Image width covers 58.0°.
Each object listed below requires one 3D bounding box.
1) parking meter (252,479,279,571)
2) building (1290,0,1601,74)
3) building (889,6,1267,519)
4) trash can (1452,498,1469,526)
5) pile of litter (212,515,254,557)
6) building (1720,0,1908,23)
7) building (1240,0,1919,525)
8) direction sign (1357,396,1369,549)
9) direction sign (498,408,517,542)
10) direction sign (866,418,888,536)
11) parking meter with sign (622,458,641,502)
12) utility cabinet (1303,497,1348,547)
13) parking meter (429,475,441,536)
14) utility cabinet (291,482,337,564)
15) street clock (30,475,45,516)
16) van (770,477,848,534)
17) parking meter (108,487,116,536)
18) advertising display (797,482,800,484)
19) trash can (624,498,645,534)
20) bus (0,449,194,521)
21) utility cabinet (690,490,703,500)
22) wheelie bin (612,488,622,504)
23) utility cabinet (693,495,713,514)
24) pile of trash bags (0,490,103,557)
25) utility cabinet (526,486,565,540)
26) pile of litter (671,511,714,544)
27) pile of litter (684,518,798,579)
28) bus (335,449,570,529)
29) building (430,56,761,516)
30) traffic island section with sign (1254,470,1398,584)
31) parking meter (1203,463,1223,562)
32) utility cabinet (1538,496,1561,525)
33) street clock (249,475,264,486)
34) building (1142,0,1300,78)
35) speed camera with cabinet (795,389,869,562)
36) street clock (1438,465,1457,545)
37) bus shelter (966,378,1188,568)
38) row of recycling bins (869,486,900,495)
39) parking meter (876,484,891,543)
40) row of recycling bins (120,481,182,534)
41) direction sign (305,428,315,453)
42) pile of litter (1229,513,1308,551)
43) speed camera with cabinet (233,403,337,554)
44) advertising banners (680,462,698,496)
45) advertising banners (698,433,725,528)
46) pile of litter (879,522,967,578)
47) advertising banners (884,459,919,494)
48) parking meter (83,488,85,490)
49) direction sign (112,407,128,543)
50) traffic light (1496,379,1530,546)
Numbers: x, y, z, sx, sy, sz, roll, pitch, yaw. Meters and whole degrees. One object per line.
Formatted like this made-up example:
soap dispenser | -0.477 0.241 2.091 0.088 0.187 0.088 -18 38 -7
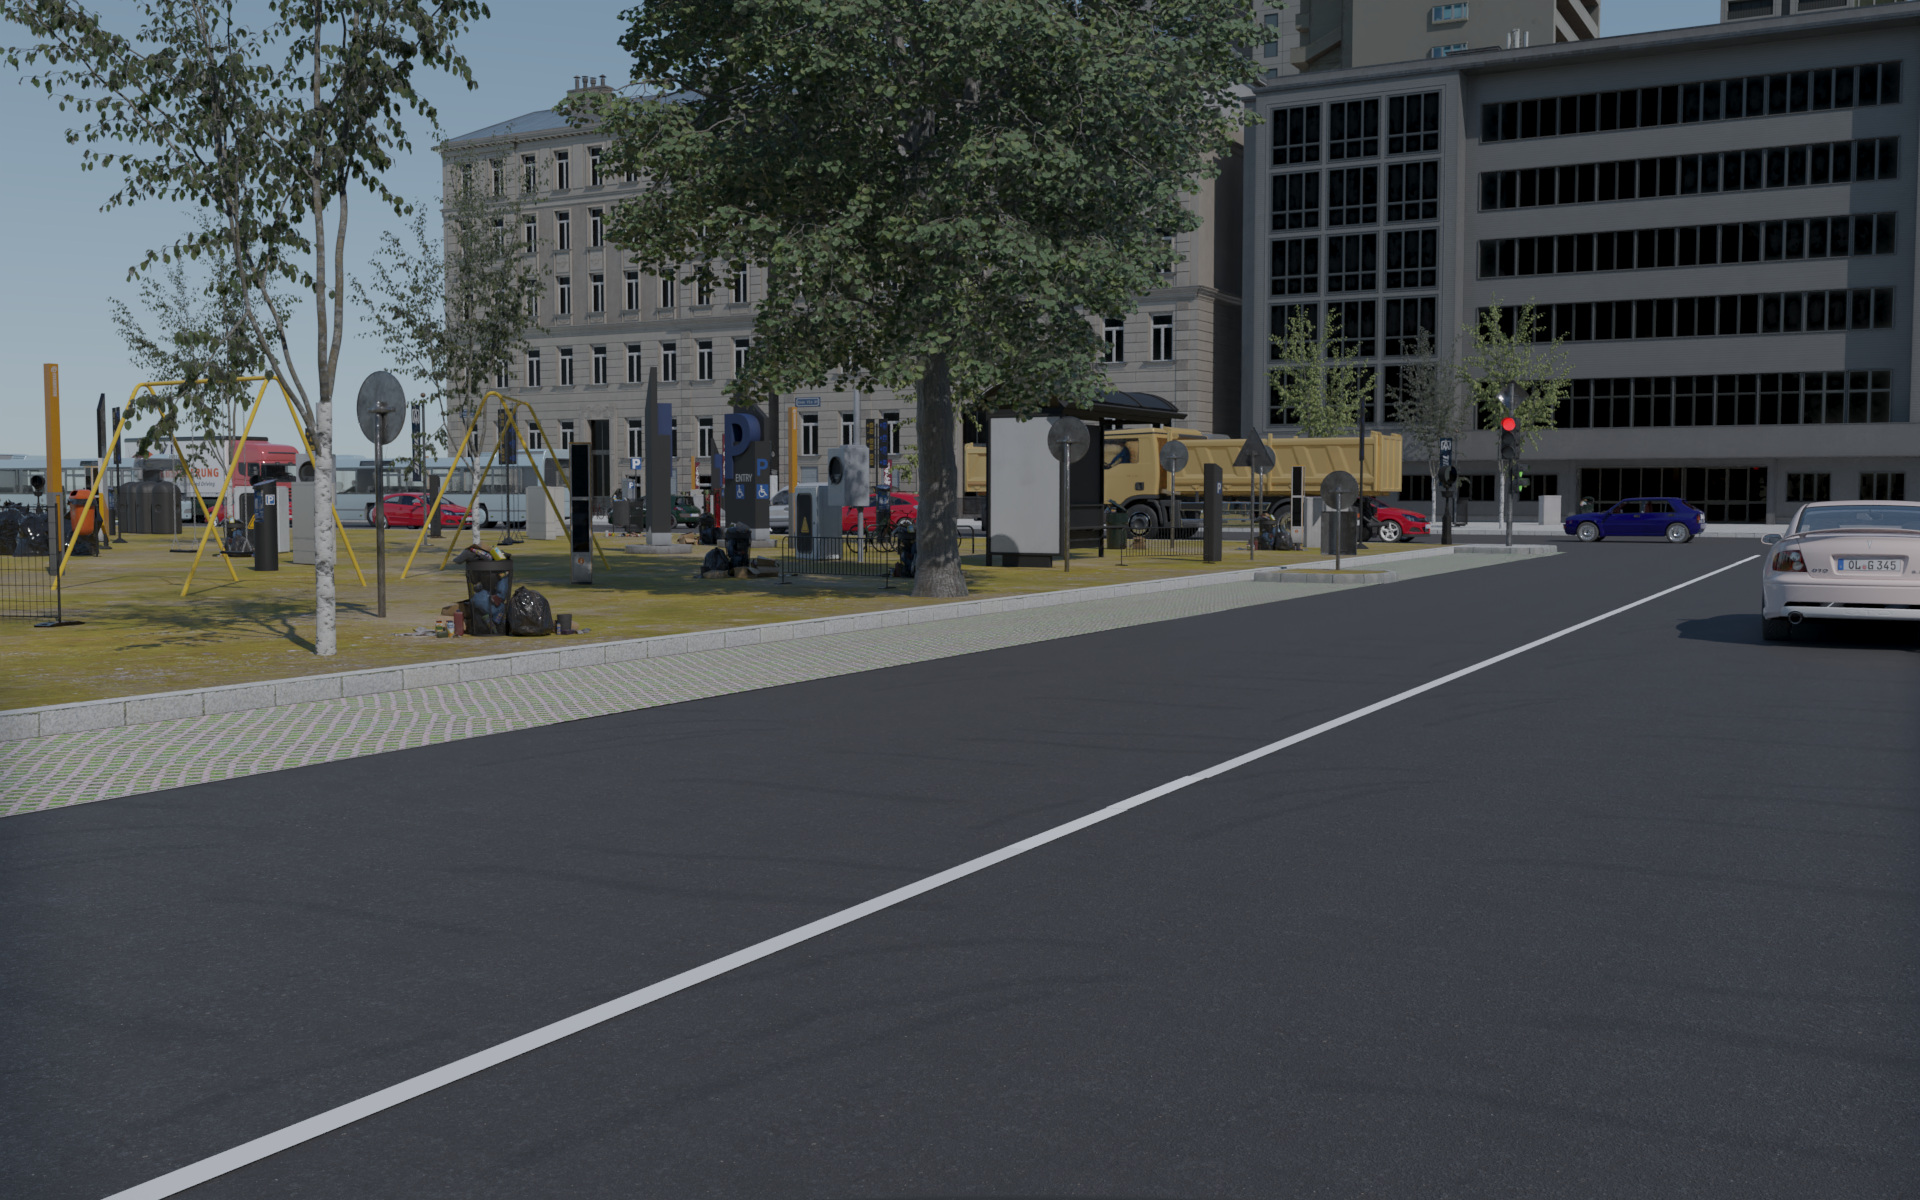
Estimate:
parking meter | -11.601 -1.255 28.934 0.372 1.533 0.369 0 3 0
building | 39.319 -31.714 142.222 21.300 48.544 21.600 2 4 29
building | 3.413 -18.071 92.731 25.104 27.353 12.463 2 4 29
trash can | 20.018 -3.527 69.318 0.748 1.137 0.748 0 3 0
pile of litter | -14.720 -1.325 35.629 1.176 0.858 1.719 -3 4 -36
building | 108.524 -47.906 221.511 20.611 71.187 20.563 2 4 29
building | 29.260 -16.004 80.732 30.058 24.678 14.314 2 4 29
direction sign | 9.373 -2.963 40.435 0.379 3.537 0.876 0 4 7
direction sign | -12.014 -3.303 46.009 0.379 3.537 0.876 -3 5 -45
direction sign | -2.503 -3.680 52.161 0.876 3.537 0.379 3 5 40
parking meter with sign | -16.230 -5.422 84.913 0.543 3.016 1.738 -2 4 -35
utility cabinet | 8.821 -1.870 41.741 1.020 1.237 0.306 0 4 -4
parking meter | -15.980 -2.876 52.741 0.255 1.863 0.399 0 4 -3
utility cabinet | -11.694 -1.388 31.366 0.318 1.500 1.173 -3 5 -44
street clock | -35.519 -3.803 66.756 0.471 2.002 0.358 0 4 -2
van | -5.756 -3.335 61.546 4.112 2.044 2.013 2 4 28
parking meter | -26.395 -2.769 53.690 0.372 1.533 0.369 0 3 0
advertising display | -8.460 -5.122 88.959 0.123 1.923 0.974 1 4 19
trash can | -10.577 -2.722 56.163 0.748 1.137 0.748 0 3 0
bus | -38.958 -5.009 76.753 13.247 3.499 2.948 2 4 28
utility cabinet | -13.110 -4.797 87.106 0.318 1.500 1.173 1 4 23
wheelie bin | -18.648 -5.319 94.869 0.693 1.594 0.980 0 4 7
utility cabinet | -12.233 -4.378 82.743 1.020 1.237 0.306 2 4 25
pile of trash bags | -18.819 -1.609 36.052 3.447 1.369 1.912 3 5 41
utility cabinet | -12.475 -2.654 52.079 0.318 1.500 1.173 3 5 42
pile of litter | -6.664 -1.841 44.064 1.719 0.858 1.176 -3 5 -40
pile of litter | -3.301 -0.786 26.815 1.719 0.858 1.176 -1 4 -15
bus | -22.174 -4.861 74.331 13.247 3.499 2.948 2 4 28
building | -18.430 -18.857 105.575 25.104 27.353 12.463 2 4 29
traffic island section with sign | 6.116 -1.215 28.489 1.989 1.847 2.006 2 4 29
parking meter | 4.820 -1.669 32.995 0.255 1.863 0.399 2 4 31
utility cabinet | 24.363 -3.694 71.563 1.020 1.237 0.306 -2 4 -30
street clock | -26.281 -3.681 64.754 0.471 2.002 0.358 -3 4 -36
building | 30.937 -45.731 185.959 20.611 71.187 20.563 2 4 29
speed camera with cabinet | -2.482 -2.381 33.266 0.660 3.252 2.038 -2 4 -32
street clock | 12.318 -2.399 43.788 0.471 2.002 0.358 -2 4 -33
bus shelter | 2.314 -2.359 32.488 2.014 3.302 5.546 2 4 29
row of recycling bins | -4.133 -4.967 88.316 1.069 1.692 3.534 2 4 27
parking meter | -2.012 -2.271 45.540 0.372 1.533 0.369 0 3 0
row of recycling bins | -26.353 -3.004 56.226 3.534 1.692 1.069 3 5 43
direction sign | -22.119 -4.144 59.745 0.876 3.537 0.379 -3 5 -43
pile of litter | 7.058 -1.570 39.634 1.719 0.858 1.176 2 4 35
speed camera with cabinet | -14.561 -2.631 37.348 2.038 3.252 0.660 0 4 2
advertising banners | -14.595 -5.971 93.815 0.090 3.025 2.074 1 4 21
advertising banners | -6.965 -3.260 49.493 0.090 3.025 2.074 1 4 14
pile of litter | -0.589 -0.785 26.798 1.176 0.858 1.719 -2 4 -27
advertising banners | -2.892 -5.545 86.842 2.074 3.025 0.090 0 4 -7
parking meter | -33.758 -3.591 67.119 0.372 1.533 0.369 0 3 0
direction sign | -22.005 -3.257 45.256 0.379 3.537 0.876 -3 4 -36
traffic light | 13.506 -3.273 42.438 0.839 4.253 0.868 2 4 29
